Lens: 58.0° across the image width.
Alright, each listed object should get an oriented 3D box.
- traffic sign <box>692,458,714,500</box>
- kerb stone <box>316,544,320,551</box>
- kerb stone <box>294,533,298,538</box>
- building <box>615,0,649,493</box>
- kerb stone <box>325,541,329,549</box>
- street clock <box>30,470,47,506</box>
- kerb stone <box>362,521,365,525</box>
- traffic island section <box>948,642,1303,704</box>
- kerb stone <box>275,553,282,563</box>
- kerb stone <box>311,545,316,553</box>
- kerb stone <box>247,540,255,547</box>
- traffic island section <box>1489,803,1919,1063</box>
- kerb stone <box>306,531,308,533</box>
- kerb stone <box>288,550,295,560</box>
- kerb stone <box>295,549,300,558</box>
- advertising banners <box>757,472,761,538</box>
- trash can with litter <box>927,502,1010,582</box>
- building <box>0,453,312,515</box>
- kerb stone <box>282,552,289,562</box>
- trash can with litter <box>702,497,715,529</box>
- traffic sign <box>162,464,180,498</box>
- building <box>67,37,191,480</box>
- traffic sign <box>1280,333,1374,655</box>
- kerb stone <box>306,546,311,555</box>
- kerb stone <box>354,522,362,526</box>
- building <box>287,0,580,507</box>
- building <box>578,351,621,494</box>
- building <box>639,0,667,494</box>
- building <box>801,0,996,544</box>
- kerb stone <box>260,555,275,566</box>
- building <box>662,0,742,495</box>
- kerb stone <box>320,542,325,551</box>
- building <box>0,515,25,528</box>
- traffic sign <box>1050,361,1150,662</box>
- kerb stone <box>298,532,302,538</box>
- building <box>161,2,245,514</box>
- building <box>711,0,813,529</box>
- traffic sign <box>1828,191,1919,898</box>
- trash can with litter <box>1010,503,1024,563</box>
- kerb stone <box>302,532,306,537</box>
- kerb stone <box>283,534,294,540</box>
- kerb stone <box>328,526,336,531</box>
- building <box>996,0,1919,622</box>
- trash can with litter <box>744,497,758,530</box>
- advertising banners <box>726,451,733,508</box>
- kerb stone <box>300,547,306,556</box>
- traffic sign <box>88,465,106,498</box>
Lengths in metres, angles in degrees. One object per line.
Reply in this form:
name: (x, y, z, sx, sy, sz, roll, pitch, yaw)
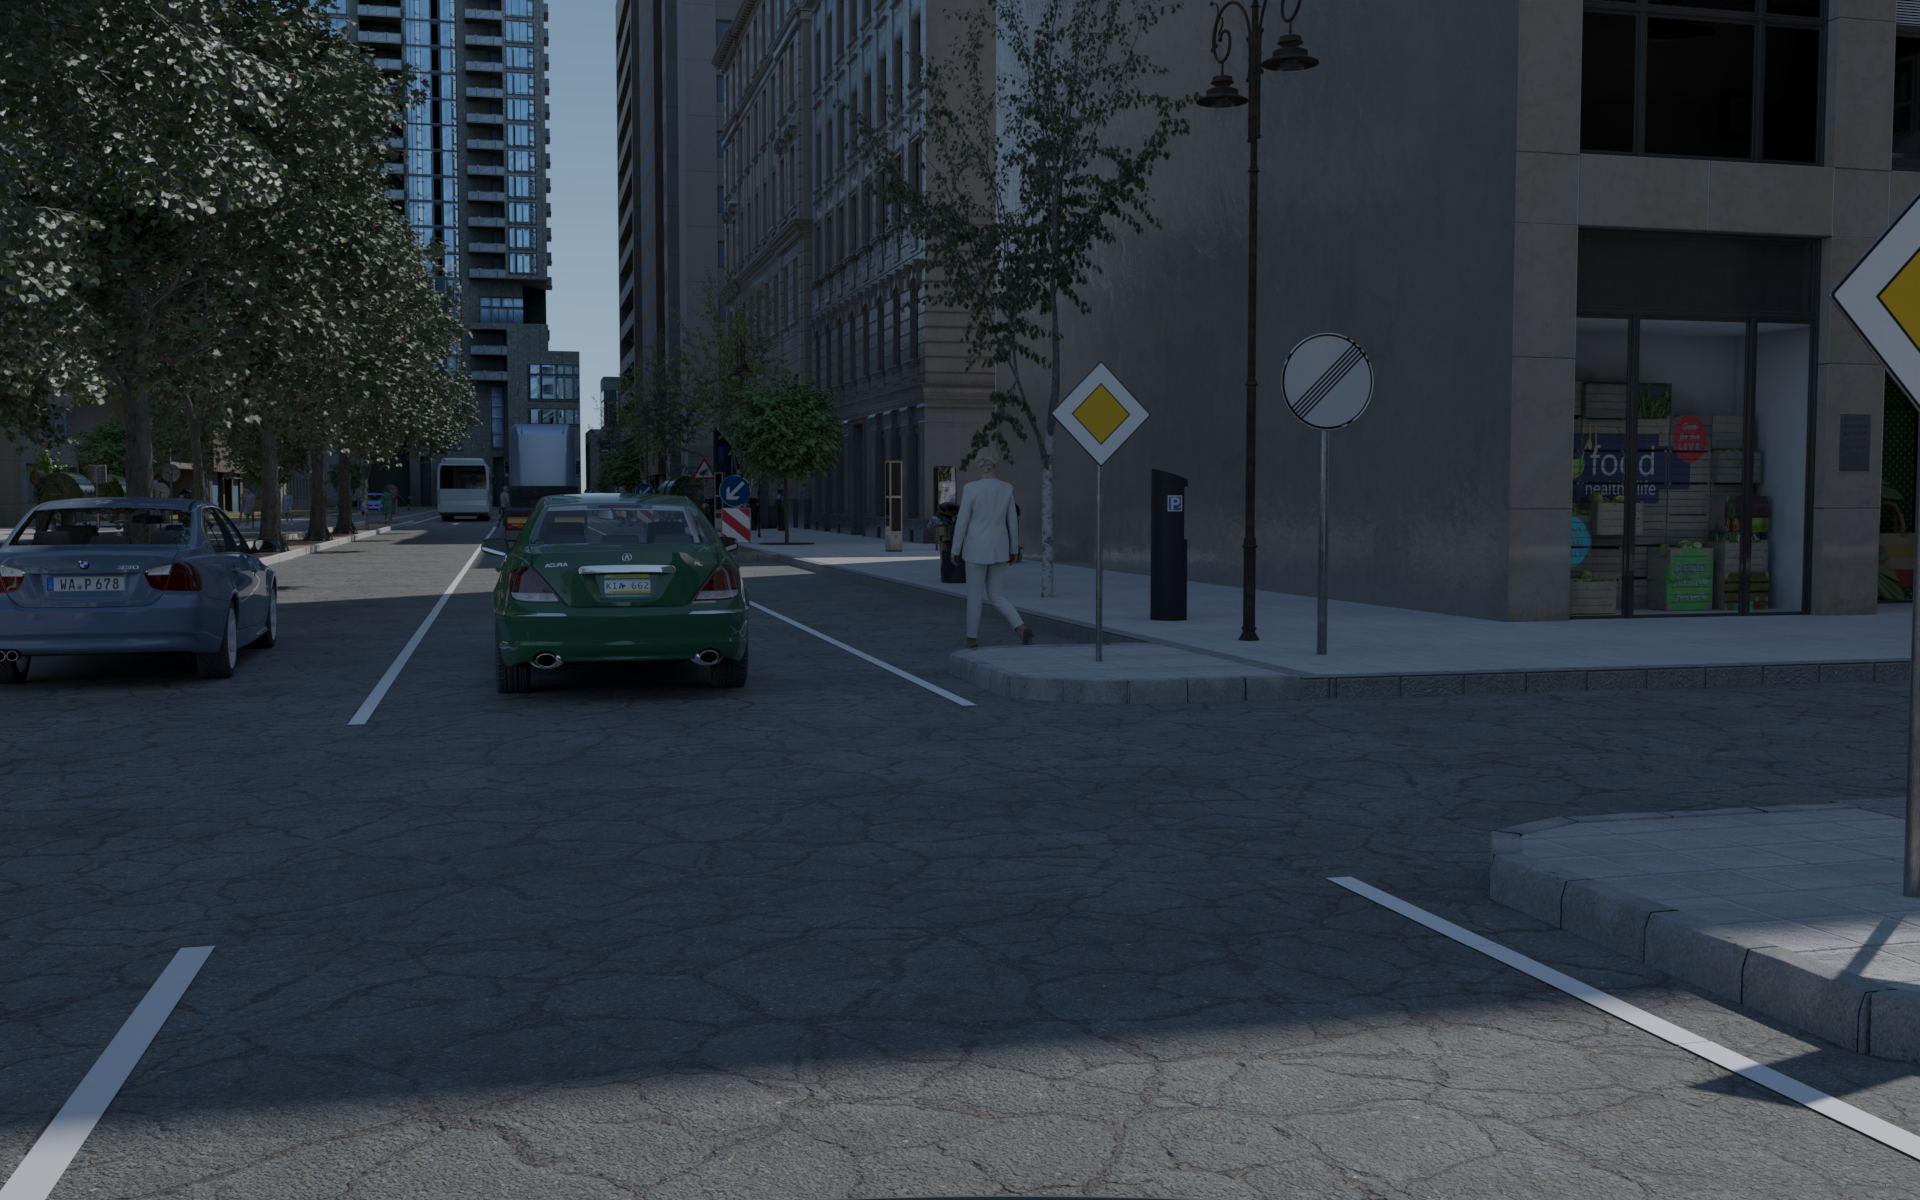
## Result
traffic sign: (-9.117, -3.780, 61.811, 0.884, 2.594, 0.081, -1, 4, -12)
kerb stone: (-16.002, -1.261, 42.835, 0.120, 0.150, 1.000, -1, 4, -14)
kerb stone: (-21.347, -2.020, 55.285, 0.120, 0.150, 1.000, -1, 4, -14)
building: (-18.047, -32.150, 149.350, 21.300, 48.544, 21.600, -1, 4, -14)
kerb stone: (-16.512, -1.381, 44.824, 0.120, 0.150, 1.000, -1, 4, -14)
street clock: (-28.074, -2.950, 52.800, 0.471, 2.002, 0.358, 2, 4, 28)
kerb stone: (-27.425, -3.482, 79.122, 0.120, 0.150, 1.000, -1, 4, -14)
traffic island section: (1.082, 0.550, 13.285, 2.009, 0.180, 2.903, -1, 4, -14)
kerb stone: (-14.227, -0.830, 35.879, 0.120, 0.150, 1.000, -1, 4, -14)
kerb stone: (-15.744, -1.202, 41.845, 0.120, 0.150, 1.000, -1, 4, -14)
kerb stone: (-19.318, -1.532, 47.312, 0.120, 0.150, 1.000, -1, 4, -14)
traffic island section: (3.056, 1.024, 5.547, 2.009, 0.180, 2.903, -1, 4, -14)
kerb stone: (-22.104, -2.206, 58.265, 0.120, 0.150, 1.000, -1, 4, -14)
kerb stone: (-14.727, -0.958, 37.866, 0.120, 0.150, 1.000, -1, 4, -14)
kerb stone: (-14.987, -1.019, 38.861, 0.120, 0.150, 1.000, -1, 4, -14)
advertising banners: (-5.982, -3.391, 51.631, 0.090, 3.025, 2.074, 0, 4, -5)
trash can with litter: (0.089, -0.848, 25.255, 1.055, 1.170, 0.624, -3, 5, -42)
building: (-67.414, -17.722, 134.793, 28.899, 21.520, 27.650, -1, 4, -14)
kerb stone: (-14.474, -0.898, 36.872, 0.120, 0.150, 1.000, -1, 4, -14)
trash can with litter: (-8.735, -2.989, 60.257, 0.624, 1.170, 1.055, -1, 4, -17)
traffic sign: (-33.232, -4.455, 72.951, 0.768, 2.556, 0.104, -1, 4, -8)
building: (-56.686, -30.593, 89.428, 28.713, 52.752, 27.495, -1, 4, -14)
traffic sign: (2.895, -0.836, 13.777, 0.768, 2.556, 0.104, -1, 4, -9)
kerb stone: (-15.500, -1.141, 40.845, 0.120, 0.150, 1.000, -1, 4, -14)
kerb stone: (-27.179, -3.420, 78.126, 0.120, 0.150, 1.000, -1, 4, -14)
building: (-55.254, -52.813, 176.167, 31.000, 86.520, 22.319, -1, 4, -14)
building: (-24.276, -53.263, 183.522, 31.000, 86.520, 22.319, -1, 4, -14)
building: (-16.542, -29.384, 130.541, 14.600, 45.320, 14.200, -1, 4, -14)
building: (1.389, -12.519, 53.837, 9.793, 20.994, 18.267, -1, 4, -14)
kerb stone: (-13.975, -0.772, 34.882, 0.120, 0.150, 1.000, -1, 4, -14)
building: (-8.334, -34.761, 110.347, 21.231, 58.520, 28.212, -1, 4, -14)
kerb stone: (-16.248, -1.322, 43.836, 0.120, 0.150, 1.000, -1, 4, -14)
building: (-47.970, -12.950, 56.769, 27.650, 21.520, 28.899, -1, 4, -14)
traffic sign: (1.061, -0.585, 13.202, 0.795, 2.450, 0.064, -1, 4, -14)
kerb stone: (-21.595, -2.078, 56.277, 0.120, 0.150, 1.000, -1, 4, -14)
building: (-54.807, -28.226, 111.613, 14.600, 45.320, 14.200, -1, 4, -14)
building: (-3.203, -17.005, 75.298, 12.463, 27.353, 25.104, -1, 4, -14)
traffic sign: (3.035, -0.111, 5.464, 0.795, 2.450, 0.064, -1, 4, -14)
trash can with litter: (0.851, -1.291, 32.500, 0.624, 1.170, 1.055, 1, 4, 11)
kerb stone: (-21.852, -2.145, 57.274, 0.120, 0.150, 1.000, -1, 4, -14)
kerb stone: (-21.086, -1.963, 54.290, 0.120, 0.150, 1.000, -1, 4, -14)
kerb stone: (-24.383, -2.753, 67.199, 0.120, 0.150, 1.000, -1, 4, -14)
building: (19.580, -13.790, 29.981, 34.151, 26.468, 19.350, -1, 4, -14)
trash can with litter: (-7.510, -3.049, 61.239, 0.624, 1.170, 1.055, -2, 4, -25)
advertising banners: (-8.813, -4.296, 66.421, 0.090, 3.025, 2.074, 0, 4, -1)
kerb stone: (-15.238, -1.080, 39.857, 0.120, 0.150, 1.000, -1, 4, -14)
traffic sign: (-30.219, -3.581, 60.673, 0.606, 2.300, 0.079, 0, 4, -7)
